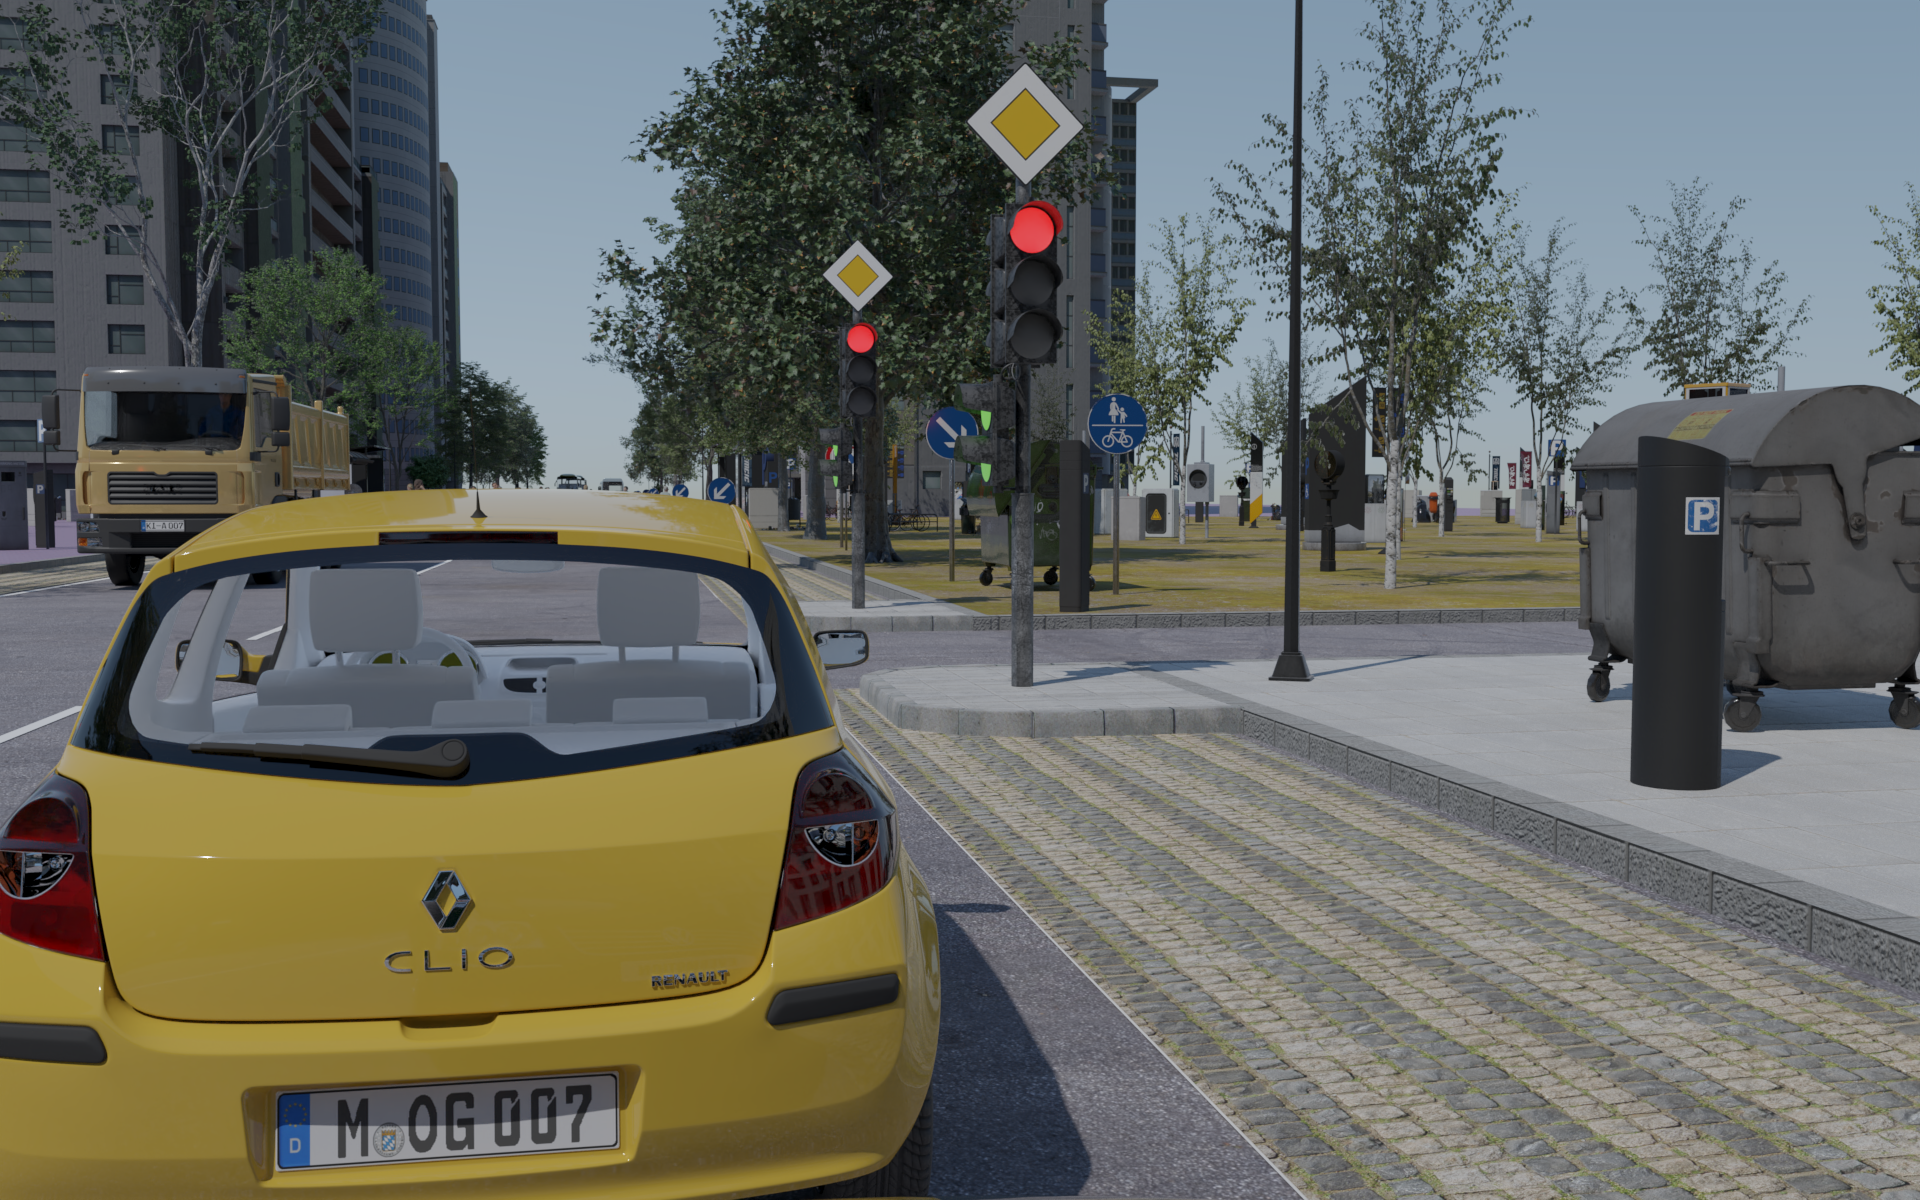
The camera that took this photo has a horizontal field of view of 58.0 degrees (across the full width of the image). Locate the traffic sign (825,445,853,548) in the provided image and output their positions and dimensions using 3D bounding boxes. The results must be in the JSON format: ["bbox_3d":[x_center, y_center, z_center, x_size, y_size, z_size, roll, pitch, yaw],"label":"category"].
[{"bbox_3d":[-2.835,-2.531,41.485,0.768,2.556,0.104,0,4,-5],"label":"traffic sign"}]

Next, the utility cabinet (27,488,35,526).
[{"bbox_3d":[-36.216,-3.642,68.224,1.173,1.500,0.318,2,4,28],"label":"utility cabinet"}]

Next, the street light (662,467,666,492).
[{"bbox_3d":[-21.934,-9.738,131.756,1.470,5.913,1.316,-1,4,-11],"label":"street light"}]

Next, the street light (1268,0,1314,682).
[{"bbox_3d":[1.761,-2.396,11.713,1.470,5.913,1.316,-1,4,-11],"label":"street light"}]

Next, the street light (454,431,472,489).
[{"bbox_3d":[-36.915,-9.537,128.475,1.470,5.913,1.316,-1,4,-11],"label":"street light"}]

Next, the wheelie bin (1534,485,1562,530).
[{"bbox_3d":[20.785,-3.269,61.362,0.980,1.594,0.693,0,4,-5],"label":"wheelie bin"}]

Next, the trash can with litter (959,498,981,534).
[{"bbox_3d":[0.500,-2.693,55.422,1.055,1.170,0.624,2,4,30],"label":"trash can with litter"}]

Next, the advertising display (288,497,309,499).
[{"bbox_3d":[-32.594,-4.903,85.374,0.974,1.923,0.123,-1,4,-11],"label":"advertising display"}]

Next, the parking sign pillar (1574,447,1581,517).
[{"bbox_3d":[35.719,-6.731,98.522,1.447,3.967,1.447,0,4,-3],"label":"parking sign pillar"}]

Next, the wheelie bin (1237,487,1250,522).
[{"bbox_3d":[13.460,-4.474,81.055,0.980,1.594,0.693,1,4,11],"label":"wheelie bin"}]

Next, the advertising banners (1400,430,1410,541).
[{"bbox_3d":[11.895,-3.096,46.800,0.090,3.025,2.074,2,4,30],"label":"advertising banners"}]

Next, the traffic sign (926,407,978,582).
[{"bbox_3d":[-0.116,-1.544,25.355,0.768,2.556,0.104,0,4,-2],"label":"traffic sign"}]

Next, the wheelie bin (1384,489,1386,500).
[{"bbox_3d":[23.331,-5.250,93.746,0.980,1.594,0.693,-1,4,-14],"label":"wheelie bin"}]

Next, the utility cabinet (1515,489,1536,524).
[{"bbox_3d":[23.926,-3.952,73.293,1.173,1.500,0.318,-3,5,-42],"label":"utility cabinet"}]

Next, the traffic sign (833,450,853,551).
[{"bbox_3d":[-2.582,-2.271,39.258,0.606,2.300,0.079,0,4,-7],"label":"traffic sign"}]

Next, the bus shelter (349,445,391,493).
[{"bbox_3d":[-29.598,-5.805,86.196,1.731,3.624,6.357,-1,4,-11],"label":"bus shelter"}]

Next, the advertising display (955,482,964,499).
[{"bbox_3d":[-0.123,-5.142,89.278,0.123,1.923,0.974,-3,4,-36],"label":"advertising display"}]

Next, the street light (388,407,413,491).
[{"bbox_3d":[-29.706,-7.304,91.955,1.470,5.913,1.316,-1,4,-11],"label":"street light"}]

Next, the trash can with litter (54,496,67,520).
[{"bbox_3d":[-44.250,-4.560,85.617,1.678,1.210,2.233,1,4,16],"label":"trash can with litter"}]

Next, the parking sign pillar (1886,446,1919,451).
[{"bbox_3d":[42.351,-5.488,78.202,1.447,3.967,1.447,-1,4,-8],"label":"parking sign pillar"}]

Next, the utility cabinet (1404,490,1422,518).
[{"bbox_3d":[24.133,-5.139,92.700,0.318,1.500,1.173,-3,5,-43],"label":"utility cabinet"}]

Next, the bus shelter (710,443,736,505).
[{"bbox_3d":[-10.913,-5.601,82.864,1.731,3.624,6.357,-1,4,-11],"label":"bus shelter"}]

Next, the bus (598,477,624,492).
[{"bbox_3d":[-41.779,-13.008,207.540,2.948,3.499,13.247,-1,4,-13],"label":"bus"}]

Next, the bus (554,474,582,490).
[{"bbox_3d":[-47.854,-13.489,212.097,2.896,3.916,12.252,-1,4,-10],"label":"bus"}]

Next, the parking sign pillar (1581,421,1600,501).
[{"bbox_3d":[23.916,-4.604,63.750,1.447,3.967,1.447,2,4,35],"label":"parking sign pillar"}]

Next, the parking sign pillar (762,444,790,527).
[{"bbox_3d":[-7.337,-4.811,67.129,1.447,3.967,1.447,-1,4,-14],"label":"parking sign pillar"}]

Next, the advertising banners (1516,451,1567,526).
[{"bbox_3d":[23.722,-4.542,70.444,2.074,3.025,0.090,-1,4,-9],"label":"advertising banners"}]

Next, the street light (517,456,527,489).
[{"bbox_3d":[-53.325,-14.567,210.711,1.470,5.913,1.316,-1,4,-11],"label":"street light"}]

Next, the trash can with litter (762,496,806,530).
[{"bbox_3d":[-6.358,-3.146,62.489,2.233,1.210,1.678,-3,5,-41],"label":"trash can with litter"}]

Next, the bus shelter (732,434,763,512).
[{"bbox_3d":[-8.758,-5.956,75.009,2.179,5.291,8.768,-1,4,-11],"label":"bus shelter"}]

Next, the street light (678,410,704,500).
[{"bbox_3d":[-14.645,-7.484,94.910,1.470,5.913,1.316,-1,4,-11],"label":"street light"}]

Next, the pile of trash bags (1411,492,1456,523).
[{"bbox_3d":[21.146,-4.134,77.351,1.912,1.369,3.447,1,4,14],"label":"pile of trash bags"}]

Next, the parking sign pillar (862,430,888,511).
[{"bbox_3d":[-3.639,-5.034,70.773,1.447,3.967,1.447,-1,4,-14],"label":"parking sign pillar"}]

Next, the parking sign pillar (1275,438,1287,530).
[{"bbox_3d":[12.061,-4.501,62.056,1.447,3.967,1.447,-2,4,-24],"label":"parking sign pillar"}]

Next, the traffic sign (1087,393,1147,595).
[{"bbox_3d":[1.989,-1.340,22.009,0.768,2.556,0.104,0,4,-4],"label":"traffic sign"}]

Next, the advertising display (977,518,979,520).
[{"bbox_3d":[1.162,-4.865,84.760,0.123,1.923,0.974,-3,5,-40],"label":"advertising display"}]

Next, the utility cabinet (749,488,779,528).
[{"bbox_3d":[-7.230,-3.398,64.237,1.173,1.500,0.318,-1,4,-16],"label":"utility cabinet"}]

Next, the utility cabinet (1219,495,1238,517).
[{"bbox_3d":[15.187,-5.299,97.804,1.020,1.237,0.306,1,4,20],"label":"utility cabinet"}]

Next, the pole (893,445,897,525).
[{"bbox_3d":[-2.689,-4.752,71.535,0.158,3.312,0.155,0,3,0],"label":"pole"}]

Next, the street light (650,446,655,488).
[{"bbox_3d":[-30.960,-12.500,176.919,1.470,5.913,1.316,-1,4,-11],"label":"street light"}]

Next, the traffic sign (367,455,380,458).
[{"bbox_3d":[-31.278,-5.875,89.936,2.265,3.308,0.079,0,4,-8],"label":"traffic sign"}]

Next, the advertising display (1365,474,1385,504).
[{"bbox_3d":[13.395,-3.105,55.977,0.974,1.923,0.123,-3,5,-44],"label":"advertising display"}]

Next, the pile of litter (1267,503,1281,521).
[{"bbox_3d":[15.587,-4.308,84.397,1.176,0.858,1.719,0,4,-4],"label":"pile of litter"}]

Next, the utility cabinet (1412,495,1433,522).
[{"bbox_3d":[21.596,-4.251,80.673,1.020,1.237,0.306,-1,4,-16],"label":"utility cabinet"}]

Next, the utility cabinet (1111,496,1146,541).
[{"bbox_3d":[4.683,-2.262,48.140,1.020,1.237,0.306,3,5,44],"label":"utility cabinet"}]

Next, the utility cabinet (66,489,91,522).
[{"bbox_3d":[-40.486,-4.341,79.661,0.318,1.500,1.173,2,4,26],"label":"utility cabinet"}]

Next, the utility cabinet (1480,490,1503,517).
[{"bbox_3d":[29.558,-5.363,96.364,1.173,1.500,0.318,1,4,16],"label":"utility cabinet"}]

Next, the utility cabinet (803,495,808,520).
[{"bbox_3d":[-7.456,-4.677,87.627,1.020,1.237,0.306,-3,5,-44],"label":"utility cabinet"}]

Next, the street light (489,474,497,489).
[{"bbox_3d":[-44.322,-11.778,165.105,1.470,5.913,1.316,-1,4,-11],"label":"street light"}]

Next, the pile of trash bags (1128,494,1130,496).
[{"bbox_3d":[8.517,-4.539,83.959,3.447,1.369,1.912,0,4,4],"label":"pile of trash bags"}]

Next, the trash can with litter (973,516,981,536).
[{"bbox_3d":[1.631,-2.586,53.332,2.233,1.210,1.678,3,4,37],"label":"trash can with litter"}]

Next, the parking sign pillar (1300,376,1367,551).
[{"bbox_3d":[8.575,-3.125,39.573,1.447,3.967,1.447,0,4,-2],"label":"parking sign pillar"}]

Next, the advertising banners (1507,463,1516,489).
[{"bbox_3d":[31.485,-6.131,96.422,2.074,3.025,0.090,0,4,5],"label":"advertising banners"}]

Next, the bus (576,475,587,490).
[{"bbox_3d":[-50.754,-14.534,229.169,2.896,3.916,12.252,-1,4,-11],"label":"bus"}]

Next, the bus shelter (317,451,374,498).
[{"bbox_3d":[-28.464,-5.264,79.998,2.014,3.302,5.546,-1,4,-11],"label":"bus shelter"}]
